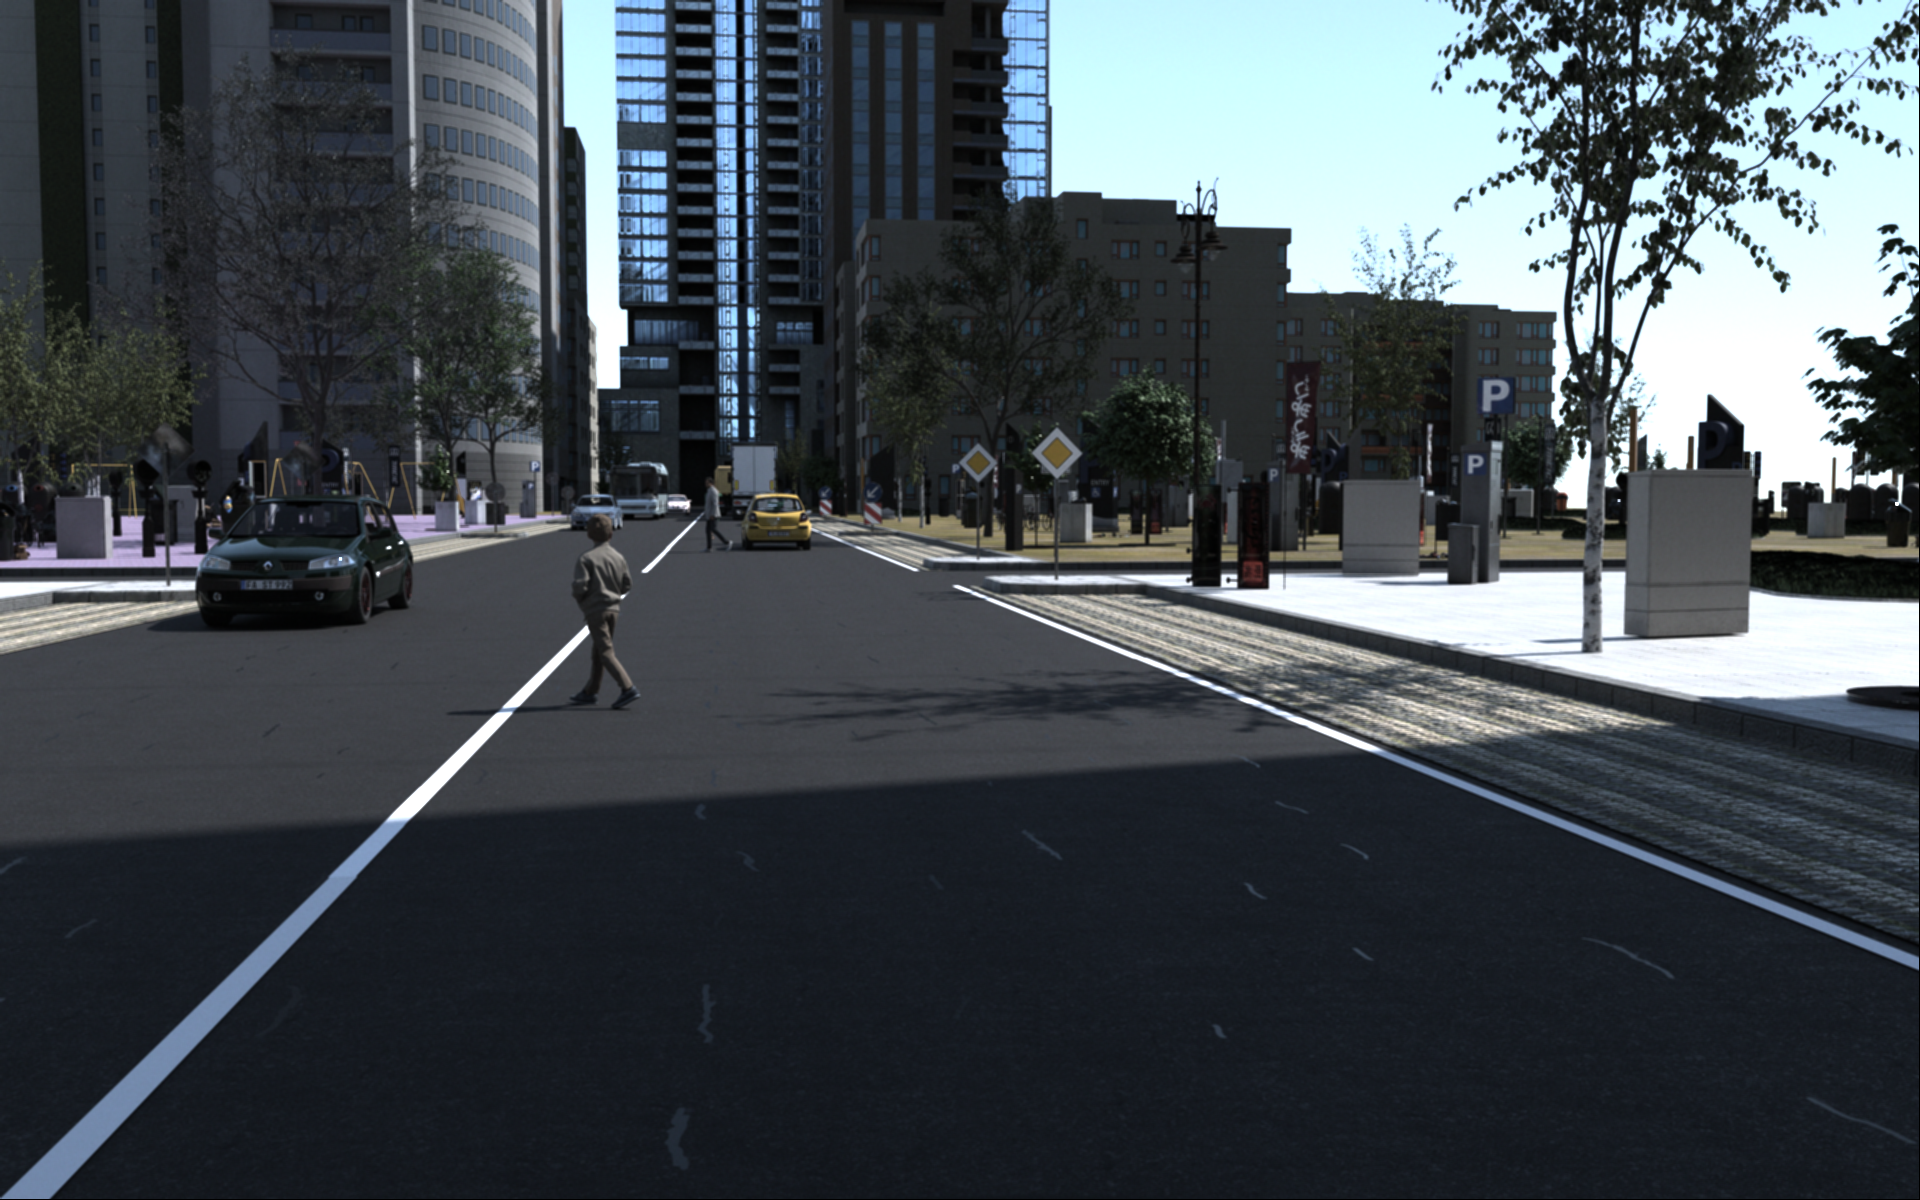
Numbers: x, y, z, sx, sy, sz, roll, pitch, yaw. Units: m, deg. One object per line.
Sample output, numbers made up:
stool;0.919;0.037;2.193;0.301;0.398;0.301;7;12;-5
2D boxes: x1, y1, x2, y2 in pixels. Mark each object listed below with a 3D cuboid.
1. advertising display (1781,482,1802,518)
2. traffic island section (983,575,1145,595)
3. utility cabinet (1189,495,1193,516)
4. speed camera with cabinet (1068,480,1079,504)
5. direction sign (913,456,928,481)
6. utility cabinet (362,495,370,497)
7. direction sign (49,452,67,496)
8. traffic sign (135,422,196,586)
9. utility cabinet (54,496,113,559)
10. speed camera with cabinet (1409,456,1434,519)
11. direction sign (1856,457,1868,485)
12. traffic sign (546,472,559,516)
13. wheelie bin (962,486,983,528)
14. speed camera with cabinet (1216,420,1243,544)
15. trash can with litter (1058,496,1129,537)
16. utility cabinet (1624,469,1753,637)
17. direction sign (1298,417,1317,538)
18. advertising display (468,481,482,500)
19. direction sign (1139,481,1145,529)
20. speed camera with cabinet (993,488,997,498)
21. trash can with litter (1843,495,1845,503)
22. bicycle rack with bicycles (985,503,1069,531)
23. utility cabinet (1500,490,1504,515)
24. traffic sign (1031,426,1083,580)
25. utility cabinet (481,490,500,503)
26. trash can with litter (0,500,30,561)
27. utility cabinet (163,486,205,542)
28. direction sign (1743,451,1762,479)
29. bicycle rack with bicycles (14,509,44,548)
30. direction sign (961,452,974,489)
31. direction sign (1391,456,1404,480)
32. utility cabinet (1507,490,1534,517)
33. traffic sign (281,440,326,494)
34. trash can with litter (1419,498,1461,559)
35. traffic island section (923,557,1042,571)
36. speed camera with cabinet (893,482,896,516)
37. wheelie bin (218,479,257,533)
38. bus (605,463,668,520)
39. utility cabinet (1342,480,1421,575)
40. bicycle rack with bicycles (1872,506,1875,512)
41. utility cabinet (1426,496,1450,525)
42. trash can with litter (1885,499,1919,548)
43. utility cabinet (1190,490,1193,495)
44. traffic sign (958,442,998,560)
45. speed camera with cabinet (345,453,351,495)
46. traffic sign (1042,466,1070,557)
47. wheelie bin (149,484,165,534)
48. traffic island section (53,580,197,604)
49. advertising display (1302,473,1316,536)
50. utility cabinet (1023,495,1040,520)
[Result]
advertising display;42.958;-5.156;89.517;0.123;1.923;0.974;-3;5;-39
traffic island section;1.459;-0.220;25.877;2.009;0.180;2.903;0;4;-8
utility cabinet;13.258;-5.405;99.531;0.306;1.237;1.020;3;4;37
speed camera with cabinet;6.949;-6.746;104.635;0.660;3.252;2.038;-3;5;-42
direction sign;-2.350;-6.792;103.045;0.876;3.537;0.379;-1;4;-17
utility cabinet;-35.961;-5.689;104.177;1.020;1.237;0.306;2;4;26
direction sign;-48.082;-6.139;92.375;0.876;3.537;0.379;-1;4;-11
traffic sign;-11.043;-1.252;24.110;0.795;2.450;0.064;0;4;-8
utility cabinet;-17.424;-1.425;34.462;1.020;1.237;0.306;0;4;5
speed camera with cabinet;24.022;-5.863;90.193;0.660;3.252;2.038;3;4;38
direction sign;38.304;-4.962;73.124;0.876;3.537;0.379;3;4;38
traffic sign;-23.677;-6.149;100.648;0.768;2.556;0.104;0;4;-7
wheelie bin;0.462;-3.505;65.216;0.693;1.594;0.980;-1;4;-19
speed camera with cabinet;7.321;-3.146;45.766;0.660;3.252;2.038;0;4;-8
trash can with litter;3.969;-2.490;51.771;2.233;1.210;1.678;0;4;-3
utility cabinet;6.558;-0.424;15.611;1.173;1.500;0.318;-1;4;-22
direction sign;10.063;-3.610;51.014;0.876;3.537;0.379;1;4;20
advertising display;-24.058;-4.934;85.878;0.123;1.923;0.974;1;4;19
direction sign;6.705;-4.427;64.373;0.876;3.537;0.379;3;5;45
speed camera with cabinet;2.272;-5.929;91.273;2.038;3.252;0.660;1;4;12
trash can with litter;47.027;-4.926;91.591;1.678;1.210;2.233;-2;4;-27
bicycle rack with bicycles;2.118;-2.922;61.153;2.852;0.926;2.925;-1;4;-20
utility cabinet;27.003;-4.816;87.421;1.173;1.500;0.318;-1;4;-23
traffic sign;1.437;-1.355;25.796;0.795;2.450;0.064;0;4;-8
utility cabinet;-27.120;-5.576;99.846;0.318;1.500;1.173;3;5;43
trash can with litter;-18.476;-1.349;33.444;0.624;1.170;1.055;0;4;-2
utility cabinet;-20.480;-2.265;45.712;1.173;1.500;0.318;2;4;26
direction sign;41.788;-6.080;91.403;0.876;3.537;0.379;0;4;8
bicycle rack with bicycles;-23.207;-1.722;41.532;2.852;0.926;2.925;-2;4;-24
direction sign;0.408;-6.164;92.779;0.876;3.537;0.379;-3;5;-41
direction sign;25.792;-6.738;102.158;0.379;3.537;0.876;-3;4;-37
utility cabinet;27.501;-4.669;85.015;1.173;1.500;0.318;2;4;33
traffic sign;-12.130;-1.736;32.021;0.795;2.450;0.064;0;4;-8
trash can with litter;9.461;-1.464;34.991;2.233;1.210;1.678;1;4;9
traffic island section;0.373;-0.704;33.788;2.009;0.180;2.903;0;4;-8
speed camera with cabinet;-3.817;-6.028;92.892;0.660;3.252;2.038;0;4;3
wheelie bin;-15.618;-1.808;37.476;0.693;1.594;0.980;-1;4;-12
bus;-18.380;-6.404;99.563;2.948;3.499;13.247;0;4;-7
utility cabinet;6.642;-1.139;27.305;1.173;1.500;0.318;1;4;15
bicycle rack with bicycles;50.327;-5.113;96.977;2.852;0.926;2.925;-1;4;-15
utility cabinet;19.807;-3.707;71.774;0.306;1.237;1.020;-2;4;-35
trash can with litter;22.923;-1.861;41.807;1.055;1.170;0.624;2;4;32
utility cabinet;13.257;-5.715;102.112;1.173;1.500;0.318;3;5;42
traffic sign;0.351;-1.839;33.707;0.795;2.450;0.064;0;4;-8
speed camera with cabinet;-29.555;-5.363;82.016;2.038;3.252;0.660;0;4;3
traffic sign;1.960;-2.040;35.479;0.606;2.300;0.079;0;4;-4
wheelie bin;-25.923;-2.941;55.987;0.693;1.594;0.980;0;4;-1
traffic island section;-11.066;-0.115;24.168;2.009;0.180;2.903;0;4;-8
advertising display;10.678;-2.922;52.982;0.123;1.923;0.974;0;4;-5
utility cabinet;3.408;-4.537;85.345;1.020;1.237;0.306;0;4;-1
